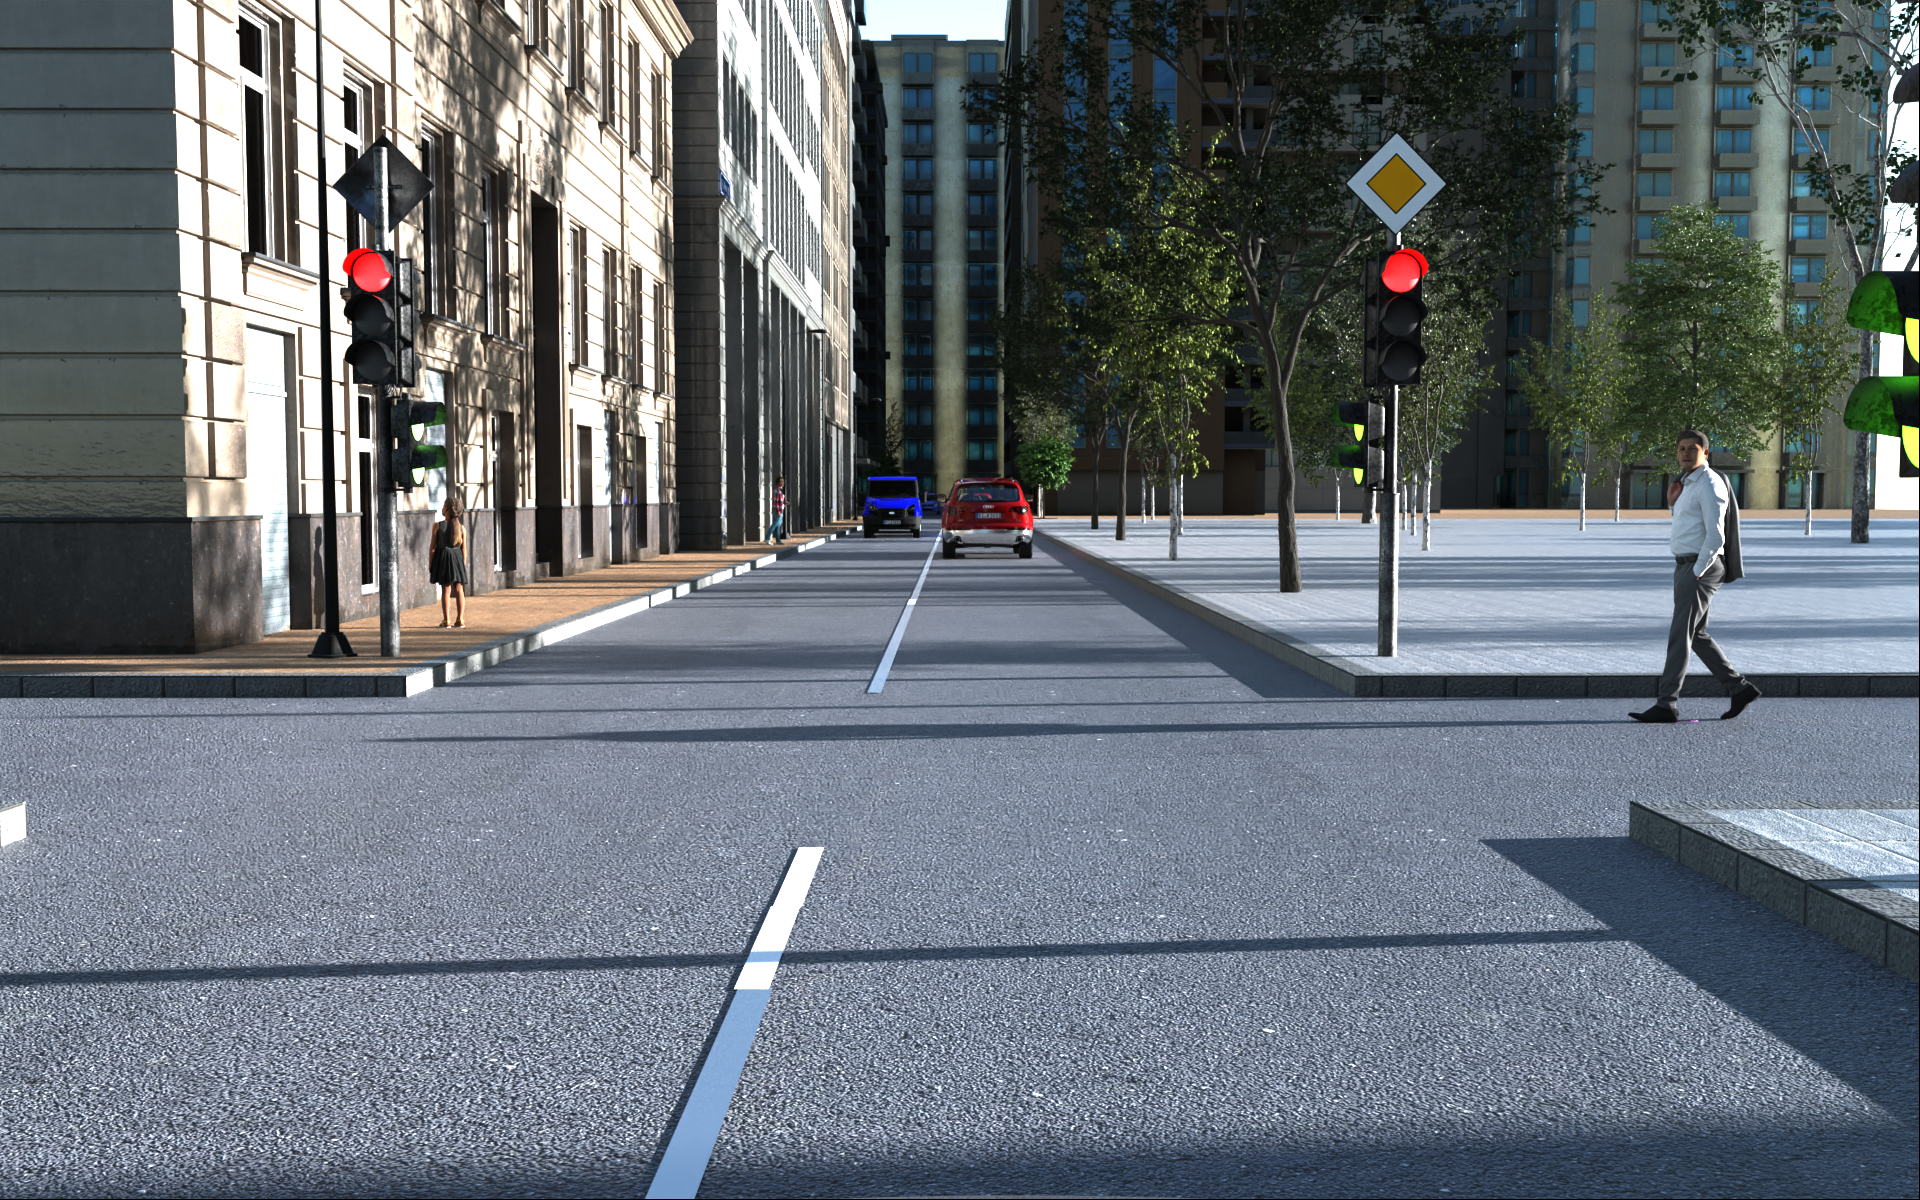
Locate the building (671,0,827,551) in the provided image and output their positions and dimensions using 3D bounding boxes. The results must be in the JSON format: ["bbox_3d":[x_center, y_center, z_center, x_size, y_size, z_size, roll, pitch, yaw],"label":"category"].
[{"bbox_3d":[-10.796,-16.849,52.977,11.434,29.767,29.804,0,3,0],"label":"building"}]

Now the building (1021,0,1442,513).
[{"bbox_3d":[18.426,-32.997,128.746,28.713,52.752,27.495,0,3,0],"label":"building"}]

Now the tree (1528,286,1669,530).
[{"bbox_3d":[21.806,-6.777,61.171,4.737,8.622,4.395,0,3,0],"label":"tree"}]

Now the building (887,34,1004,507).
[{"bbox_3d":[-4.295,-34.488,183.486,30.456,49.044,23.786,0,3,0],"label":"building"}]

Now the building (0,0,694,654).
[{"bbox_3d":[-11.779,-13.935,25.100,12.463,27.353,25.104,0,3,0],"label":"building"}]

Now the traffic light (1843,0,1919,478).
[{"bbox_3d":[3.385,-1.022,5.636,0.839,4.253,0.868,0,3,0],"label":"traffic light"}]

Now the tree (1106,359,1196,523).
[{"bbox_3d":[9.440,-8.338,86.694,4.360,8.622,3.978,0,3,0],"label":"tree"}]

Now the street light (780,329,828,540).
[{"bbox_3d":[-4.415,-4.667,48.852,1.470,5.913,1.316,0,3,0],"label":"street light"}]

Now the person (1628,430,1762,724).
[{"bbox_3d":[4.636,-0.141,10.910,0.850,1.850,0.679,0,4,2],"label":"person"}]

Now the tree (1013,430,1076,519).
[{"bbox_3d":[4.409,-6.480,89.659,4.285,4.588,4.351,0,3,0],"label":"tree"}]

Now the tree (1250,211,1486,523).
[{"bbox_3d":[17.865,-10.336,75.655,9.857,13.997,8.962,0,3,0],"label":"tree"}]

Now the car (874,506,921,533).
[{"bbox_3d":[-2.491,-3.279,65.613,2.014,1.417,4.499,0,4,-1],"label":"car"}]

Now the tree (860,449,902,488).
[{"bbox_3d":[-5.702,-8.743,126.663,4.285,4.588,4.351,0,3,0],"label":"tree"}]

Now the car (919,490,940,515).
[{"bbox_3d":[-2.236,-6.836,121.358,1.945,1.707,3.694,0,4,0],"label":"car"}]

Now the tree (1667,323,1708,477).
[{"bbox_3d":[30.735,-7.568,74.095,4.737,8.622,4.395,0,3,0],"label":"tree"}]

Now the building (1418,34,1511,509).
[{"bbox_3d":[40.746,-28.983,157.471,14.086,41.232,14.154,0,3,0],"label":"building"}]

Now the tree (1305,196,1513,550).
[{"bbox_3d":[10.516,-5.447,39.425,4.360,8.622,3.978,0,3,0],"label":"tree"}]

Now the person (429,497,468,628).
[{"bbox_3d":[-4.931,-0.365,16.672,0.362,1.253,0.373,-2,4,-31],"label":"person"}]

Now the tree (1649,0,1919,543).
[{"bbox_3d":[24.693,-11.493,43.800,12.611,20.169,13.585,0,3,0],"label":"tree"}]

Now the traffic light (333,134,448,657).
[{"bbox_3d":[-4.491,-1.509,13.590,0.839,4.253,0.868,0,3,0],"label":"traffic light"}]

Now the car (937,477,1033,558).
[{"bbox_3d":[0.597,-1.927,40.173,2.281,1.827,5.304,0,4,0],"label":"car"}]

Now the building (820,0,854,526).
[{"bbox_3d":[-11.458,-15.925,78.388,12.078,24.808,19.932,0,3,0],"label":"building"}]

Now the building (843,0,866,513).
[{"bbox_3d":[-17.099,-29.618,103.859,23.786,49.044,30.456,0,3,0],"label":"building"}]

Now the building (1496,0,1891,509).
[{"bbox_3d":[63.644,-32.621,152.965,30.456,49.044,23.786,0,3,0],"label":"building"}]

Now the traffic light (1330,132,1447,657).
[{"bbox_3d":[3.370,-1.511,13.621,0.839,4.253,0.868,0,3,0],"label":"traffic light"}]

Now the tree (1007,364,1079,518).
[{"bbox_3d":[4.496,-8.803,94.292,4.360,8.622,3.978,0,3,0],"label":"tree"}]

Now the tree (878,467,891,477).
[{"bbox_3d":[-5.240,-7.818,122.430,1.663,3.219,1.824,0,3,0],"label":"tree"}]

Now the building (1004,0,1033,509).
[{"bbox_3d":[14.847,-32.396,153.369,21.300,48.544,21.600,0,3,0],"label":"building"}]

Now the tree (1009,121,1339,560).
[{"bbox_3d":[3.925,-5.064,33.154,4.737,8.622,4.395,0,3,0],"label":"tree"}]

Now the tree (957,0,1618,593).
[{"bbox_3d":[4.322,-5.401,22.711,8.767,10.594,7.601,0,4,-6],"label":"tree"}]

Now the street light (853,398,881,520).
[{"bbox_3d":[-4.531,-6.831,84.223,1.470,5.913,1.316,0,3,0],"label":"street light"}]

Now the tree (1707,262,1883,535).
[{"bbox_3d":[26.596,-6.377,54.627,4.737,8.622,4.395,0,3,0],"label":"tree"}]

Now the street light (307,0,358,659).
[{"bbox_3d":[-4.410,-2.504,13.481,1.470,5.913,1.316,0,3,0],"label":"street light"}]

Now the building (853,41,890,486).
[{"bbox_3d":[-18.188,-27.922,148.406,23.993,40.220,32.217,0,3,0],"label":"building"}]

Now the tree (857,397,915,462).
[{"bbox_3d":[-5.619,-11.062,131.232,4.360,8.622,3.978,0,3,0],"label":"tree"}]

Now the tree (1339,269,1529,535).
[{"bbox_3d":[14.389,-6.332,53.893,4.737,8.622,4.395,0,3,0],"label":"tree"}]

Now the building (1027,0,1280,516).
[{"bbox_3d":[11.415,-27.986,107.683,14.600,45.320,14.200,0,3,0],"label":"building"}]

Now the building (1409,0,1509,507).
[{"bbox_3d":[56.040,-39.162,182.291,28.212,58.520,21.231,0,3,0],"label":"building"}]

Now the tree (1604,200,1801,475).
[{"bbox_3d":[28.745,-9.130,67.403,7.486,12.596,7.792,0,3,0],"label":"tree"}]

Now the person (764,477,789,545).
[{"bbox_3d":[-4.645,-2.260,43.840,0.643,1.720,0.563,0,4,-1],"label":"person"}]

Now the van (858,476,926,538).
[{"bbox_3d":[-2.263,-3.302,58.376,2.240,2.365,5.245,0,4,-1],"label":"van"}]
